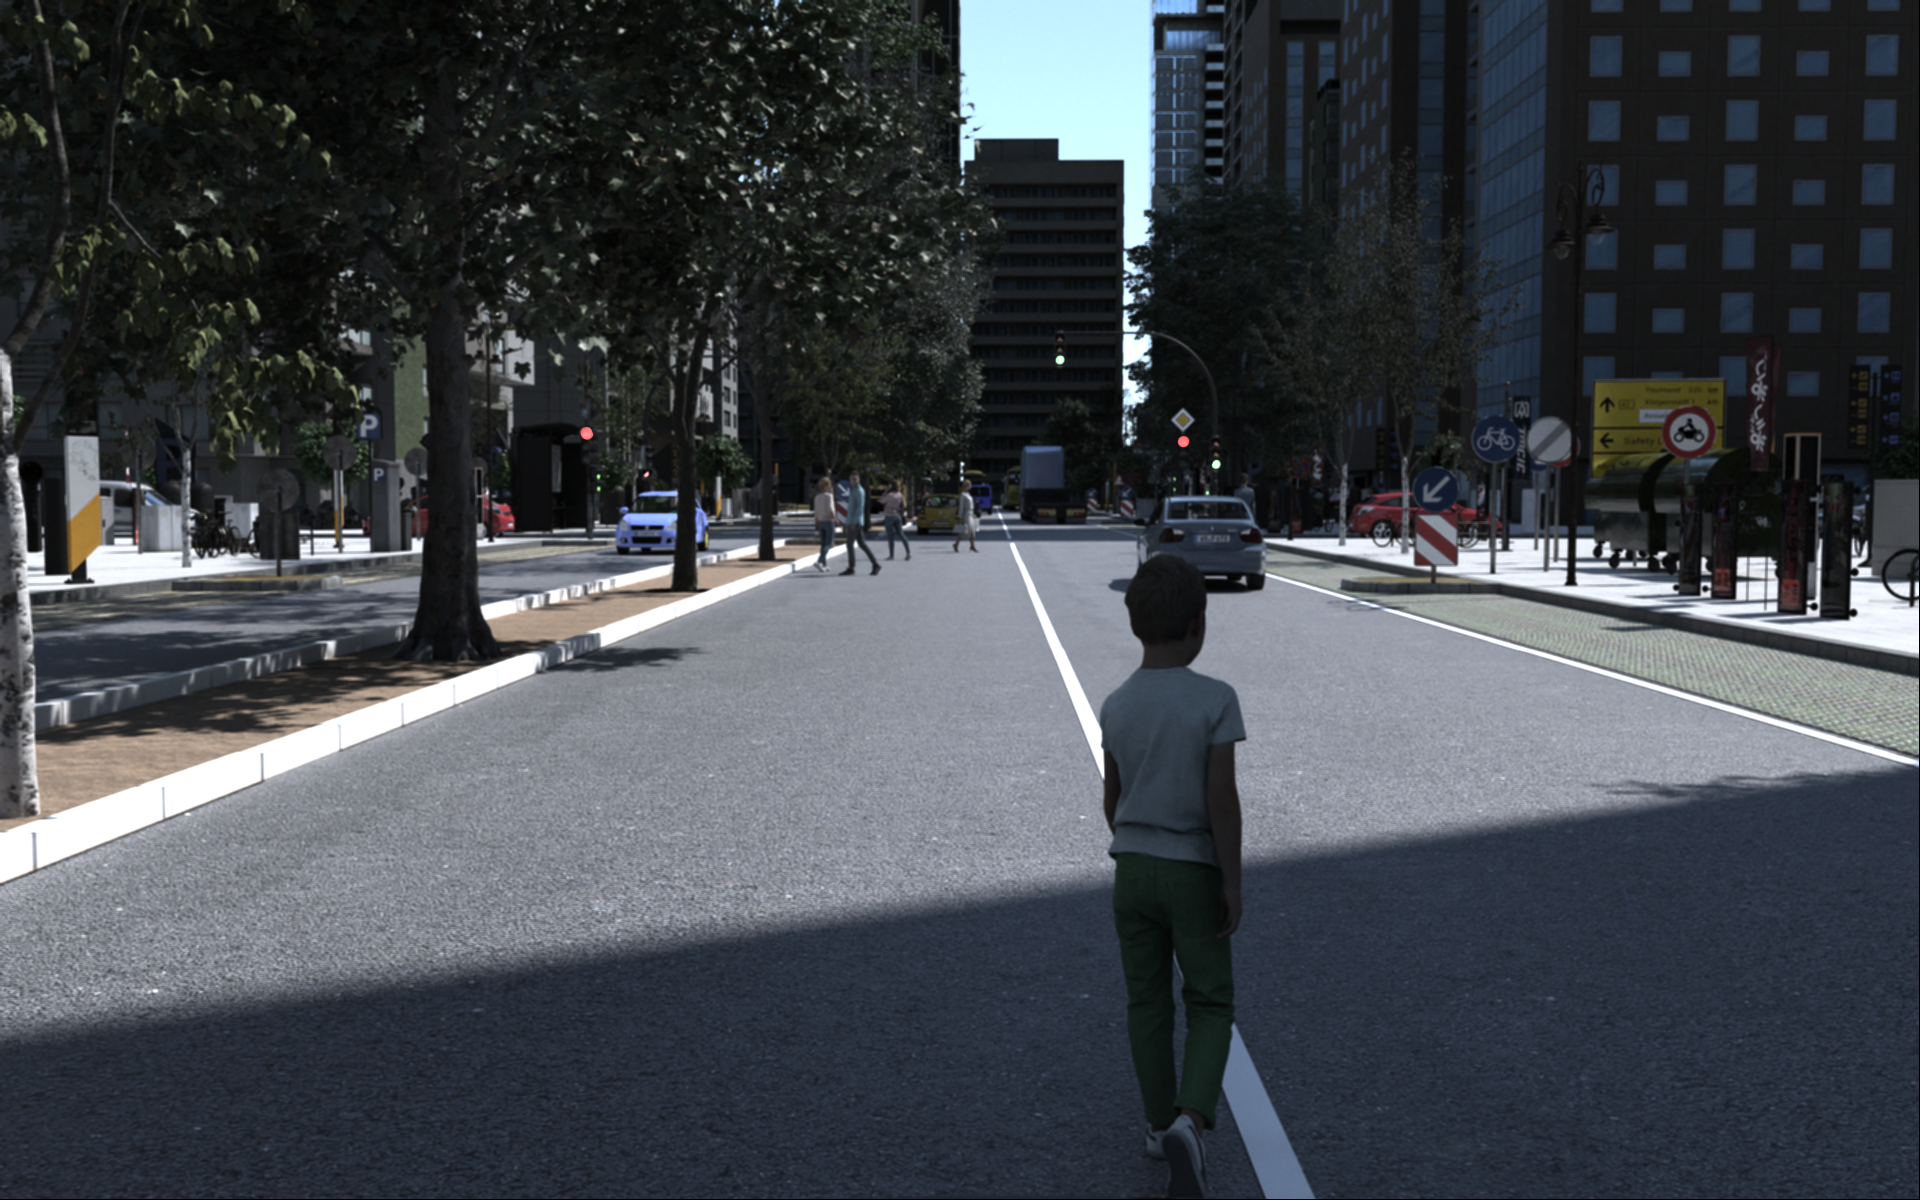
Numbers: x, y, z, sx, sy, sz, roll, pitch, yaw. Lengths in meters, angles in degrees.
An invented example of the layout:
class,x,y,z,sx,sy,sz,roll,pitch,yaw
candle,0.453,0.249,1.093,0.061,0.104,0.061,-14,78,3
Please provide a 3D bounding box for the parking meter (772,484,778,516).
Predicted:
class,x,y,z,sx,sy,sz,roll,pitch,yaw
parking meter,-11.009,-5.934,102.724,0.399,1.863,0.255,0,4,6

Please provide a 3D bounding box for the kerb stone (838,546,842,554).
class,x,y,z,sx,sy,sz,roll,pitch,yaw
kerb stone,-2.953,-1.144,40.927,0.120,0.150,1.000,0,4,1

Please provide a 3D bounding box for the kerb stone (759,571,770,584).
class,x,y,z,sx,sy,sz,roll,pitch,yaw
kerb stone,-3.188,-0.332,27.618,0.120,0.150,1.000,0,4,1

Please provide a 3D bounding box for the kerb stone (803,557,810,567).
class,x,y,z,sx,sy,sz,roll,pitch,yaw
kerb stone,-3.084,-0.707,33.756,0.120,0.150,1.000,0,4,1

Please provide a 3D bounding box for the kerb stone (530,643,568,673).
class,x,y,z,sx,sy,sz,roll,pitch,yaw
kerb stone,-3.434,0.491,14.264,0.120,0.150,1.000,0,4,1

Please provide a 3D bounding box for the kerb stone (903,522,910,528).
class,x,y,z,sx,sy,sz,roll,pitch,yaw
kerb stone,-2.347,-3.244,75.230,0.120,0.150,1.000,0,4,1

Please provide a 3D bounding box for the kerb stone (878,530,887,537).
class,x,y,z,sx,sy,sz,roll,pitch,yaw
kerb stone,-2.637,-2.241,58.848,0.120,0.150,1.000,0,4,1

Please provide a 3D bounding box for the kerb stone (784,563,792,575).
class,x,y,z,sx,sy,sz,roll,pitch,yaw
kerb stone,-3.144,-0.520,30.690,0.120,0.150,1.000,0,4,1

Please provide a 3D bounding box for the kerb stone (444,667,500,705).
class,x,y,z,sx,sy,sz,roll,pitch,yaw
kerb stone,-3.466,0.612,12.213,0.120,0.150,1.000,0,4,1

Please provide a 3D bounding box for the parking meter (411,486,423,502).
class,x,y,z,sx,sy,sz,roll,pitch,yaw
parking meter,-17.689,-2.937,56.428,0.372,1.533,0.369,0,3,0

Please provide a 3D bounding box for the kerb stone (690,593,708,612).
class,x,y,z,sx,sy,sz,roll,pitch,yaw
kerb stone,-3.300,0.051,21.447,0.120,0.150,1.000,0,4,1

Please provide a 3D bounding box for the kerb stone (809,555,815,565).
class,x,y,z,sx,sy,sz,roll,pitch,yaw
kerb stone,-3.064,-0.770,34.785,0.120,0.150,1.000,0,4,1

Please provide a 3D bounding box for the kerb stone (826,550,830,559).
class,x,y,z,sx,sy,sz,roll,pitch,yaw
kerb stone,-3.000,-0.958,37.857,0.120,0.150,1.000,0,4,1

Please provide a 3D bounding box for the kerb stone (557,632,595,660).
class,x,y,z,sx,sy,sz,roll,pitch,yaw
kerb stone,-3.418,0.422,15.291,0.120,0.150,1.000,0,4,1

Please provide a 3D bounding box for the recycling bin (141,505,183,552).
class,x,y,z,sx,sy,sz,roll,pitch,yaw
recycling bin,-17.762,-1.590,38.543,0.722,1.027,0.722,2,4,32

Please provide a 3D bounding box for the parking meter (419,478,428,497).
class,x,y,z,sx,sy,sz,roll,pitch,yaw
parking meter,-19.188,-3.447,62.062,0.399,1.863,0.255,0,4,-8

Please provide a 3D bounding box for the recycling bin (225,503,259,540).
class,x,y,z,sx,sy,sz,roll,pitch,yaw
recycling bin,-20.190,-2.211,48.701,0.722,1.027,0.722,0,4,-5

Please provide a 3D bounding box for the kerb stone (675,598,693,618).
class,x,y,z,sx,sy,sz,roll,pitch,yaw
kerb stone,-3.322,0.112,20.425,0.120,0.150,1.000,0,4,1

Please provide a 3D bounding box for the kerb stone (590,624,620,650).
class,x,y,z,sx,sy,sz,roll,pitch,yaw
kerb stone,-3.392,0.359,16.318,0.120,0.150,1.000,0,4,1

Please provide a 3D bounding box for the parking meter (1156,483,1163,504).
class,x,y,z,sx,sy,sz,roll,pitch,yaw
parking meter,9.958,-4.901,85.842,0.399,1.863,0.255,3,4,39

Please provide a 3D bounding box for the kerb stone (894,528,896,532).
class,x,y,z,sx,sy,sz,roll,pitch,yaw
kerb stone,-2.542,-2.553,63.963,0.120,0.150,1.000,0,4,1

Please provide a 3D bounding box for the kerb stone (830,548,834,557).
class,x,y,z,sx,sy,sz,roll,pitch,yaw
kerb stone,-2.993,-1.021,38.883,0.120,0.150,1.000,0,4,1

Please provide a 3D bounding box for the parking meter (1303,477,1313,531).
class,x,y,z,sx,sy,sz,roll,pitch,yaw
parking meter,12.134,-3.346,60.419,0.255,1.863,0.399,3,4,38

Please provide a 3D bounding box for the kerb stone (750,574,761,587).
class,x,y,z,sx,sy,sz,roll,pitch,yaw
kerb stone,-3.215,-0.269,26.588,0.120,0.150,1.000,0,4,1

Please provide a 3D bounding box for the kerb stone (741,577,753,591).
class,x,y,z,sx,sy,sz,roll,pitch,yaw
kerb stone,-3.227,-0.206,25.562,0.120,0.150,1.000,0,4,1

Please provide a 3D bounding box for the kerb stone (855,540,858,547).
class,x,y,z,sx,sy,sz,roll,pitch,yaw
kerb stone,-2.857,-1.459,46.053,0.120,0.150,1.000,0,4,1

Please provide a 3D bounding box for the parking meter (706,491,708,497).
class,x,y,z,sx,sy,sz,roll,pitch,yaw
parking meter,-18.071,-6.993,122.743,0.372,1.533,0.369,0,3,0

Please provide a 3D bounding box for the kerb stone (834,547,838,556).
class,x,y,z,sx,sy,sz,roll,pitch,yaw
kerb stone,-2.971,-1.080,39.905,0.120,0.150,1.000,0,4,1

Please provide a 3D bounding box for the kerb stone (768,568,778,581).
class,x,y,z,sx,sy,sz,roll,pitch,yaw
kerb stone,-3.172,-0.394,28.640,0.120,0.150,1.000,0,4,1

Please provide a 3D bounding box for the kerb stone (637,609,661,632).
class,x,y,z,sx,sy,sz,roll,pitch,yaw
kerb stone,-3.357,0.236,18.366,0.120,0.150,1.000,0,4,1

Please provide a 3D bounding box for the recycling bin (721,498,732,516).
class,x,y,z,sx,sy,sz,roll,pitch,yaw
recycling bin,-13.666,-5.356,100.126,0.722,1.027,0.722,1,4,14

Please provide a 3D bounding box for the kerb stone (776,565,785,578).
class,x,y,z,sx,sy,sz,roll,pitch,yaw
kerb stone,-3.154,-0.457,29.668,0.120,0.150,1.000,0,4,1

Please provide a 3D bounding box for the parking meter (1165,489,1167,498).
class,x,y,z,sx,sy,sz,roll,pitch,yaw
parking meter,11.125,-5.270,94.575,0.372,1.533,0.369,0,3,0

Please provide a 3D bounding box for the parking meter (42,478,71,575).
class,x,y,z,sx,sy,sz,roll,pitch,yaw
parking meter,-14.320,-1.165,27.457,0.372,1.533,0.369,0,3,0

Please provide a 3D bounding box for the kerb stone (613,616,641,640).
class,x,y,z,sx,sy,sz,roll,pitch,yaw
kerb stone,-3.377,0.297,17.340,0.120,0.150,1.000,0,4,1

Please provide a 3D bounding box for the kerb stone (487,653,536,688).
class,x,y,z,sx,sy,sz,roll,pitch,yaw
kerb stone,-3.449,0.548,13.235,0.120,0.150,1.000,0,4,1

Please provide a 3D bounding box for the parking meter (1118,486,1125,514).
class,x,y,z,sx,sy,sz,roll,pitch,yaw
parking meter,10.137,-6.306,108.810,0.399,1.863,0.255,-2,4,-28

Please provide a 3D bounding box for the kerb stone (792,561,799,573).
class,x,y,z,sx,sy,sz,roll,pitch,yaw
kerb stone,-3.118,-0.582,31.712,0.120,0.150,1.000,0,4,1

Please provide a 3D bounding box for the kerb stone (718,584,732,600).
class,x,y,z,sx,sy,sz,roll,pitch,yaw
kerb stone,-3.271,-0.080,23.507,0.120,0.150,1.000,0,4,1

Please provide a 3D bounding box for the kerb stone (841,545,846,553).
class,x,y,z,sx,sy,sz,roll,pitch,yaw
kerb stone,-2.935,-1.203,41.949,0.120,0.150,1.000,0,4,1

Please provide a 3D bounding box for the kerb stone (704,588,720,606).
class,x,y,z,sx,sy,sz,roll,pitch,yaw
kerb stone,-3.282,-0.017,22.479,0.120,0.150,1.000,0,4,1

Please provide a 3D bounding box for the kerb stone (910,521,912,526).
class,x,y,z,sx,sy,sz,roll,pitch,yaw
kerb stone,-2.326,-3.306,76.252,0.120,0.150,1.000,0,4,1

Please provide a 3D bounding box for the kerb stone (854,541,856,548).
class,x,y,z,sx,sy,sz,roll,pitch,yaw
kerb stone,-2.878,-1.389,45.021,0.120,0.150,1.000,0,4,1

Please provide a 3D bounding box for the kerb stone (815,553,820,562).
class,x,y,z,sx,sy,sz,roll,pitch,yaw
kerb stone,-3.044,-0.833,35.807,0.120,0.150,1.000,0,4,1

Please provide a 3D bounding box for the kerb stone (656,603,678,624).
class,x,y,z,sx,sy,sz,roll,pitch,yaw
kerb stone,-3.344,0.171,19.401,0.120,0.150,1.000,0,4,1

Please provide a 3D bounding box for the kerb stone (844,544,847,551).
class,x,y,z,sx,sy,sz,roll,pitch,yaw
kerb stone,-2.923,-1.269,42.975,0.120,0.150,1.000,0,4,1

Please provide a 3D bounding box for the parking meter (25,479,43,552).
class,x,y,z,sx,sy,sz,roll,pitch,yaw
parking meter,-20.638,-2.011,38.589,0.255,1.863,0.399,-1,4,-17

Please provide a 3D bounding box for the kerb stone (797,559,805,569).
class,x,y,z,sx,sy,sz,roll,pitch,yaw
kerb stone,-3.099,-0.638,32.734,0.120,0.150,1.000,0,4,1

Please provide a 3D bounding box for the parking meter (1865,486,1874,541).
class,x,y,z,sx,sy,sz,roll,pitch,yaw
parking meter,25.218,-2.412,47.854,0.372,1.533,0.369,0,3,0

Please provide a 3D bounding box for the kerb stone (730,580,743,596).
class,x,y,z,sx,sy,sz,roll,pitch,yaw
kerb stone,-3.245,-0.143,24.531,0.120,0.150,1.000,0,4,1
